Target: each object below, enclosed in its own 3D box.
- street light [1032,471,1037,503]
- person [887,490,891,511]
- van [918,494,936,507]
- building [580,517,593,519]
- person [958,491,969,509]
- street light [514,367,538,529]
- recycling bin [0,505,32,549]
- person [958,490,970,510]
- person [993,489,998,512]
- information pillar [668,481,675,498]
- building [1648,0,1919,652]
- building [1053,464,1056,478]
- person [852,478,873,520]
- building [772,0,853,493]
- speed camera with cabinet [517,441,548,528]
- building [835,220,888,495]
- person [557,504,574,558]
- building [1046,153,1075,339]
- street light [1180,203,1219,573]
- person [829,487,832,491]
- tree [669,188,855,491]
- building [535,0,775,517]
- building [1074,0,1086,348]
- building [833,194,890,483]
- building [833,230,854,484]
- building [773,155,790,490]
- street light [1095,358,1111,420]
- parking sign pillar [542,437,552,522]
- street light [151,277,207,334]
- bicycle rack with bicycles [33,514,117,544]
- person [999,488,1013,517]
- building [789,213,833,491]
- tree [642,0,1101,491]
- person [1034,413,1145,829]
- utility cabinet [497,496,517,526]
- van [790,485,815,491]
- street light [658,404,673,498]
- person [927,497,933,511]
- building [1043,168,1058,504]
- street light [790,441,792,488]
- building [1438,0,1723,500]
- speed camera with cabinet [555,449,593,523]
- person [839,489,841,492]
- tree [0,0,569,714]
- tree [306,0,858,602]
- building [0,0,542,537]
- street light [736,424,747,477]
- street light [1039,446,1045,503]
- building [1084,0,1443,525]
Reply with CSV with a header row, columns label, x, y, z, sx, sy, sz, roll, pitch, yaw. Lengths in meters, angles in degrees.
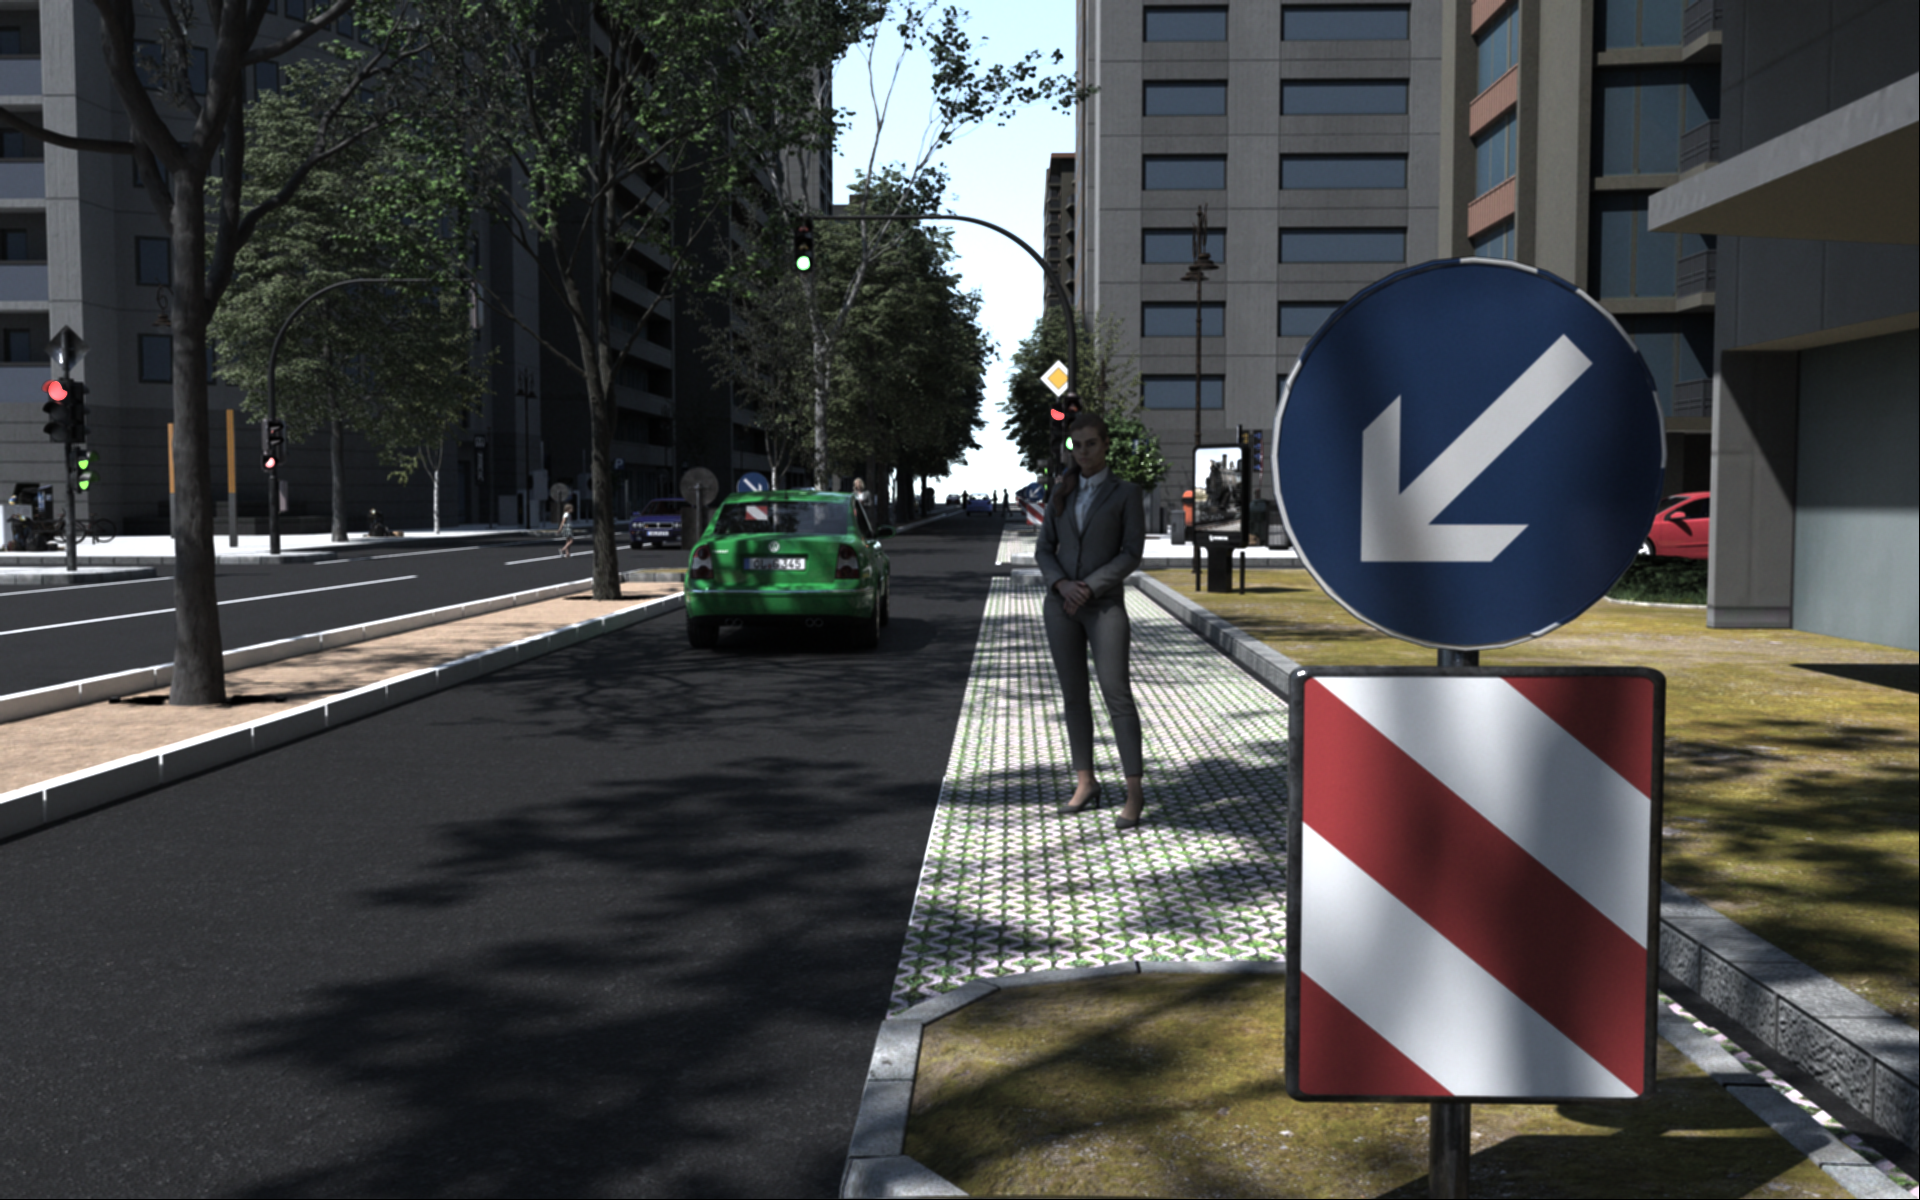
label,x,y,z,sx,sy,sz,roll,pitch,yaw
street light,9.661,-15.059,218.995,0.468,5.910,1.993,0,4,2
person,-5.905,-8.206,143.390,0.721,1.743,1.217,1,4,14
van,-3.551,-11.000,186.863,2.013,2.044,4.112,0,4,1
building,-28.794,-28.961,97.211,21.300,48.544,21.600,0,4,2
person,0.363,-9.563,165.380,1.217,1.766,0.721,1,4,14
street light,-15.730,-5.514,62.941,0.468,5.910,1.993,0,4,2
recycling bin,-22.254,-1.713,40.557,0.722,1.027,0.722,2,4,31
person,0.467,-8.890,153.808,1.348,1.831,0.705,1,4,15
person,2.883,-8.115,141.198,0.705,1.821,1.348,-1,4,-10
information pillar,-16.100,-5.643,96.756,0.304,2.012,0.304,0,4,5
building,17.881,-25.276,2.498,28.713,52.752,27.495,0,4,2
building,20.752,-52.363,168.804,22.319,86.520,31.000,0,4,2
person,-2.285,-1.909,39.893,0.537,1.800,0.526,1,4,9
building,-23.528,-46.942,205.752,20.563,71.187,20.611,0,4,2
speed camera with cabinet,-16.210,-4.357,65.579,0.660,3.252,2.038,-2,4,-32
building,-17.797,-34.527,248.115,14.154,41.232,14.086,0,4,2
person,-8.903,-1.566,39.124,0.382,1.210,0.505,-1,4,-10
building,22.086,-34.487,218.494,22.147,44.769,28.867,0,4,2
street light,3.836,-3.369,27.878,0.468,5.910,1.993,0,4,2
person,-7.846,-5.943,105.586,0.656,1.842,0.836,1,4,20
tree,-4.322,-5.356,40.398,4.360,8.622,3.978,0,3,0
building,-25.283,-30.519,122.687,21.300,48.544,21.600,0,4,2
building,15.552,-29.138,126.509,14.600,45.320,14.200,0,4,2
building,-18.059,-37.432,262.121,14.600,45.320,14.200,0,4,2
building,-28.365,-32.858,229.112,32.217,40.220,23.993,0,4,2
building,-22.152,-22.598,141.173,14.160,30.474,14.107,0,4,2
street light,4.850,-5.267,58.899,0.468,5.910,1.993,0,4,2
parking sign pillar,-19.343,-5.654,80.912,1.447,3.967,1.447,-1,4,-16
street light,-16.652,-3.932,37.071,0.468,5.910,1.993,0,4,2
bicycle rack with bicycles,-23.408,-1.908,44.576,2.925,0.926,2.852,-1,4,-22
person,2.934,-6.165,109.566,0.850,1.792,0.678,-1,4,-16
building,-20.782,-24.769,176.679,14.160,30.474,14.107,0,4,2
tree,-2.805,-11.635,48.574,12.611,20.169,13.585,0,3,0
person,0.563,0.071,7.611,0.520,1.790,0.573,1,4,11
utility cabinet,-18.248,-3.621,70.372,1.020,1.237,0.306,-2,4,-26
van,-9.241,-5.711,100.390,2.013,2.044,4.112,0,4,2
street light,-15.085,-7.100,88.865,0.468,5.910,1.993,0,4,2
person,-2.626,-8.557,148.425,0.705,1.822,1.348,-2,4,-31
building,22.559,-37.955,244.262,21.300,48.544,21.600,0,4,2
street light,-13.558,-10.170,139.062,0.468,5.910,1.993,0,4,2
building,27.199,-24.049,47.821,28.867,44.769,22.147,0,4,2
speed camera with cabinet,-16.875,-5.003,76.142,0.660,3.252,2.038,2,4,32
person,-9.664,-7.988,139.121,1.348,1.822,0.705,1,4,9
tree,-5.226,-6.039,11.558,12.009,13.543,11.850,0,3,0
tree,-4.876,-5.807,23.160,9.928,11.665,9.643,0,3,0
building,-30.099,-31.932,64.086,21.231,58.520,28.212,0,4,2
street light,-14.321,-8.612,113.593,0.468,5.910,1.993,0,4,2
street light,7.865,-11.548,161.594,0.468,5.910,1.993,0,4,2
building,16.649,-33.153,84.048,21.231,58.520,28.212,0,4,2
